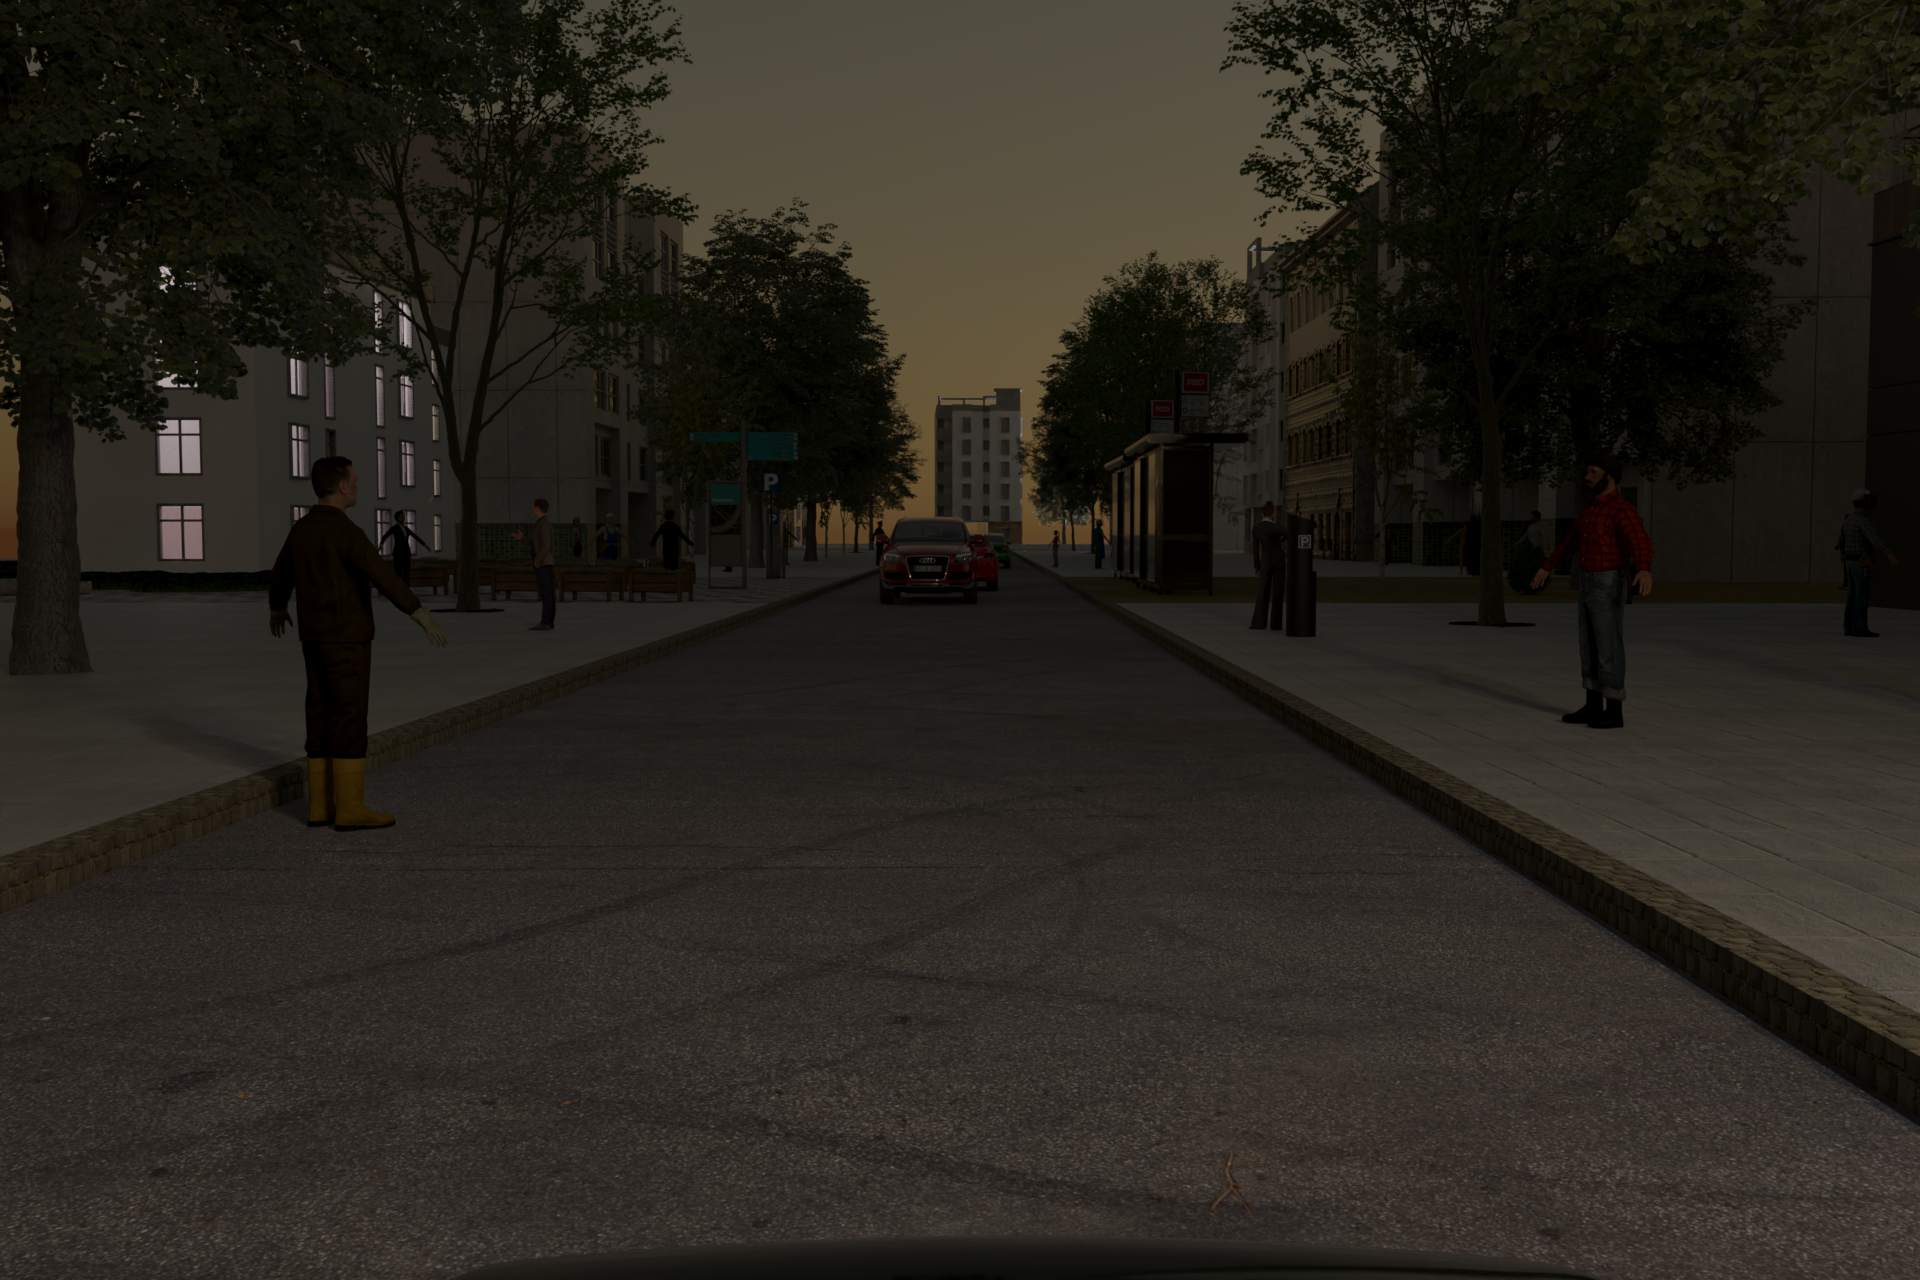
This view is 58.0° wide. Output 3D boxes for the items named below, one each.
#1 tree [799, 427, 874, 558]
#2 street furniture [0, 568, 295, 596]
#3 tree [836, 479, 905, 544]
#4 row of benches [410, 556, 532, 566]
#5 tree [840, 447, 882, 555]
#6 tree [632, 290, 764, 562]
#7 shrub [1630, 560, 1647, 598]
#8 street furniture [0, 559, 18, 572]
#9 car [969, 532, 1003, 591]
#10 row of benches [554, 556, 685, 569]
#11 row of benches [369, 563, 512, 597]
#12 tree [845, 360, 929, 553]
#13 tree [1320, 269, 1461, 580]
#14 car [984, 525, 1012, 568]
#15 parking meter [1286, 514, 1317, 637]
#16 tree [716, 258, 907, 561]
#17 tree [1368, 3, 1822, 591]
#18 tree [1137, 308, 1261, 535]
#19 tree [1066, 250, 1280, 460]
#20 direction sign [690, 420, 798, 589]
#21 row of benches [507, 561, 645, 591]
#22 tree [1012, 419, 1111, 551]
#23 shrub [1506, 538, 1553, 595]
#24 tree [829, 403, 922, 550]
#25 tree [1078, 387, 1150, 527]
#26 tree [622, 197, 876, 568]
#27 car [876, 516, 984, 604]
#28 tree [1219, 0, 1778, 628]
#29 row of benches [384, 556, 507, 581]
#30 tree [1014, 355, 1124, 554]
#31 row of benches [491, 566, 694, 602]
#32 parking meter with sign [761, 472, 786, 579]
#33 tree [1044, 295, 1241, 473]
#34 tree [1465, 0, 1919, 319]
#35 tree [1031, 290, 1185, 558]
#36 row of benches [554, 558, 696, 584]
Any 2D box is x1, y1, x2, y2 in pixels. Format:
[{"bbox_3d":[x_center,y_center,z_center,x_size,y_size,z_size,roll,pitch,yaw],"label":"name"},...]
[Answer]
[{"bbox_3d":[-6.887,-8.646,91.716,4.737,8.622,4.395,0,3,0],"label":"tree"},{"bbox_3d":[-18.931,-1.419,38.820,10.072,0.657,5.734,-1,4,-23],"label":"street furniture"},{"bbox_3d":[-11.848,-19.327,226.370,12.009,13.543,11.850,0,3,0],"label":"tree"},{"bbox_3d":[-13.819,-2.092,49.660,4.104,0.672,1.422,-1,4,-10],"label":"row of benches"},{"bbox_3d":[-6.906,-9.460,105.030,4.737,8.622,4.395,0,3,0],"label":"tree"},{"bbox_3d":[-8.196,-6.295,53.283,4.737,8.622,4.395,0,3,0],"label":"tree"},{"bbox_3d":[13.156,-1.419,34.320,1.383,1.207,1.383,0,3,0],"label":"shrub"},{"bbox_3d":[-31.441,-2.194,51.506,5.734,0.657,10.072,0,4,-1],"label":"street furniture"},{"bbox_3d":[0.057,-2.204,45.083,2.155,1.783,4.494,0,4,-1],"label":"car"},{"bbox_3d":[-9.791,-2.095,49.720,4.104,0.672,1.422,-1,4,-22],"label":"row of benches"},{"bbox_3d":[-11.450,-1.277,36.337,4.104,0.672,1.422,-3,5,-40],"label":"row of benches"},{"bbox_3d":[-6.926,-12.668,117.497,12.009,13.543,11.850,0,3,0],"label":"tree"},{"bbox_3d":[11.868,-5.979,48.124,4.737,8.622,4.395,0,3,0],"label":"tree"},{"bbox_3d":[1.253,-3.977,73.819,1.959,1.807,4.718,0,4,1],"label":"car"},{"bbox_3d":[4.274,-0.811,21.670,0.372,1.533,0.369,0,3,0],"label":"parking meter"},{"bbox_3d":[-7.070,-10.714,81.826,9.857,13.997,8.962,0,3,0],"label":"tree"},{"bbox_3d":[14.157,-8.105,39.164,9.857,13.997,8.962,0,3,0],"label":"tree"},{"bbox_3d":[7.867,-6.493,56.521,4.360,8.622,3.978,0,3,0],"label":"tree"},{"bbox_3d":[7.672,-8.357,62.386,9.928,11.665,9.643,0,3,0],"label":"tree"},{"bbox_3d":[-5.034,-3.196,41.022,2.525,3.948,1.411,0,4,1],"label":"direction sign"},{"bbox_3d":[-8.860,-1.508,40.125,4.104,0.672,1.422,2,4,35],"label":"row of benches"},{"bbox_3d":[8.353,-11.967,130.067,8.767,10.594,7.601,-3,5,-43],"label":"tree"},{"bbox_3d":[12.064,-1.563,36.680,1.383,1.207,1.383,0,3,0],"label":"shrub"},{"bbox_3d":[-6.863,-13.264,134.996,7.486,12.596,7.792,0,3,0],"label":"tree"},{"bbox_3d":[7.689,-7.947,80.290,4.360,8.622,3.978,0,3,0],"label":"tree"},{"bbox_3d":[-7.882,-9.733,65.783,9.857,13.997,8.962,0,3,0],"label":"tree"},{"bbox_3d":[-0.633,-1.745,37.207,2.281,1.827,5.304,0,4,0],"label":"car"},{"bbox_3d":[7.350,-6.012,24.053,9.928,11.665,9.643,0,3,0],"label":"tree"},{"bbox_3d":[-14.028,-1.904,46.585,4.104,0.672,1.422,-3,5,-43],"label":"row of benches"},{"bbox_3d":[8.582,-12.311,111.662,12.009,13.543,11.850,0,3,0],"label":"tree"},{"bbox_3d":[-7.169,-1.093,33.340,4.104,0.672,1.422,1,4,14],"label":"row of benches"},{"bbox_3d":[-5.317,-3.277,49.835,0.543,3.016,1.738,0,4,2],"label":"parking meter with sign"},{"bbox_3d":[7.489,-8.937,71.878,9.928,11.665,9.643,0,3,0],"label":"tree"},{"bbox_3d":[6.704,-5.647,10.460,7.486,12.596,7.792,0,3,0],"label":"tree"},{"bbox_3d":[8.446,-11.356,92.326,9.857,13.997,8.962,0,3,0],"label":"tree"},{"bbox_3d":[-8.743,-1.747,44.033,4.104,0.672,1.422,-2,4,-32],"label":"row of benches"}]
